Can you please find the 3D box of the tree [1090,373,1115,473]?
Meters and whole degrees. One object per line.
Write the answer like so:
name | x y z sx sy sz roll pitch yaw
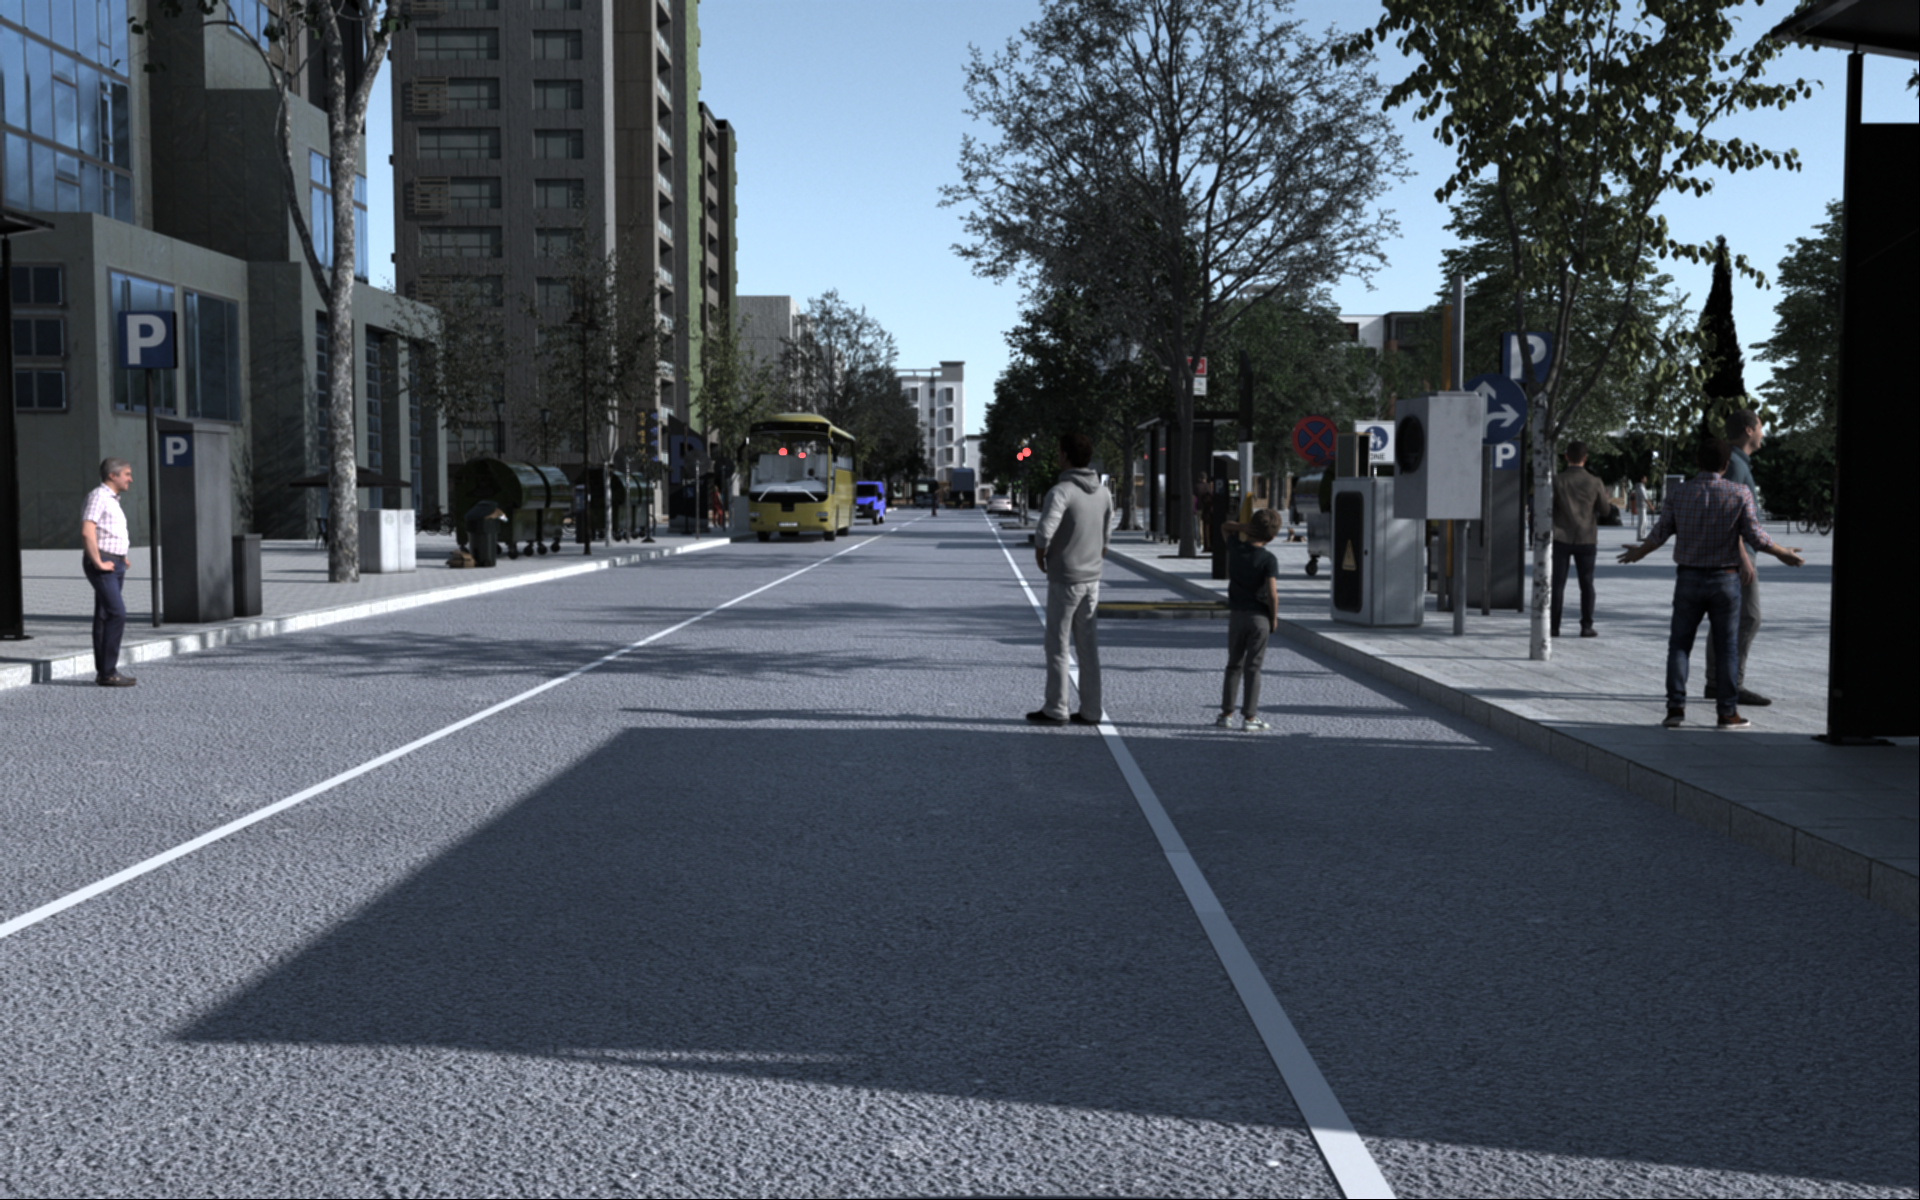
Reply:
tree | 12.505 -13.572 147.660 9.928 11.665 9.643 0 3 0

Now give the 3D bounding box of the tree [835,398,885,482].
tree | -7.569 -10.833 127.476 4.737 8.622 4.395 0 3 0

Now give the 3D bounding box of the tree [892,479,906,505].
tree | -7.473 -13.377 213.316 1.663 3.219 1.824 0 3 0

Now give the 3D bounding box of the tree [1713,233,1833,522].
tree | 44.910 -11.306 86.667 18.604 14.587 13.155 -2 4 -34

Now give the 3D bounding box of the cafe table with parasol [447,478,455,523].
cafe table with parasol | -20.626 -3.919 68.934 2.610 1.966 2.610 0 4 -5

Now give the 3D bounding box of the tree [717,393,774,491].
tree | -14.574 -10.316 119.027 4.360 8.622 3.978 0 3 0

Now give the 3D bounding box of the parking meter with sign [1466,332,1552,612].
parking meter with sign | 6.039 -1.423 19.531 0.543 3.016 1.738 0 4 -3

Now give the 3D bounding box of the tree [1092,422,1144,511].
tree | 12.629 -11.651 140.863 4.737 8.622 4.395 0 3 0

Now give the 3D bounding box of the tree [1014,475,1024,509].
tree | 5.666 -9.634 152.116 1.663 3.219 1.824 0 3 0

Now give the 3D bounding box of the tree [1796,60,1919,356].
tree | 23.616 -6.411 39.238 8.767 10.594 7.601 1 4 22

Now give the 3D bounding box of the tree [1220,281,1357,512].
tree | 18.221 -11.890 101.056 9.857 13.997 8.962 0 3 0

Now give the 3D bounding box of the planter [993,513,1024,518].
planter | 2.956 -5.030 103.384 1.991 0.319 1.994 0 4 0

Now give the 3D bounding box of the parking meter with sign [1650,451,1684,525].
parking meter with sign | 28.884 -4.516 70.090 0.543 3.016 1.738 -3 5 -44

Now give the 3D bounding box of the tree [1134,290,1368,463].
tree | 13.879 -9.850 86.800 9.928 11.665 9.643 0 3 0

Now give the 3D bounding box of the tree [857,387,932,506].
tree | -7.617 -16.188 181.678 9.611 12.733 9.660 0 3 0

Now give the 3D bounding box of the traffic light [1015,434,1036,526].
traffic light | 2.678 -4.997 70.628 0.839 4.253 0.868 0 4 0

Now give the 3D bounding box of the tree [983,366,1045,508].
tree | 6.596 -15.738 163.965 9.857 13.997 8.962 0 3 0

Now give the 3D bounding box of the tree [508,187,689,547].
tree | -8.508 -5.587 41.705 4.360 8.622 3.978 0 3 0

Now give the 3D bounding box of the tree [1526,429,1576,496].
tree | 45.663 -10.736 138.438 11.467 7.101 20.602 0 4 3

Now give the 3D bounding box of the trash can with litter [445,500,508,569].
trash can with litter | -8.430 -1.148 30.159 0.624 1.170 1.055 2 4 23

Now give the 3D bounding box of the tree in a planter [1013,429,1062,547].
tree in a planter | 2.541 -3.088 47.708 1.991 3.239 1.994 0 4 0

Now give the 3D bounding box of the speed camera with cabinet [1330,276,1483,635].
speed camera with cabinet | 4.198 -1.352 16.437 0.660 3.252 2.038 -1 4 -12

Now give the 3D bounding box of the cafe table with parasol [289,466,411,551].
cafe table with parasol | -13.914 -2.124 39.593 2.610 1.966 2.610 -1 4 -17

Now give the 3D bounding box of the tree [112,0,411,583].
tree | -8.158 -10.396 25.858 12.611 20.169 13.585 0 3 0

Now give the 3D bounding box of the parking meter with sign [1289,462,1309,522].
parking meter with sign | 15.710 -5.081 79.328 0.543 3.016 1.738 -2 4 -24

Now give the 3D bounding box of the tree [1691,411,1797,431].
tree | 54.495 -9.607 119.984 20.602 7.101 11.467 1 4 11

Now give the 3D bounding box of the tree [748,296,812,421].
tree | -7.550 -11.798 103.274 12.009 13.543 11.850 0 3 0

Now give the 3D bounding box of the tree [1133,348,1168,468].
tree | 14.727 -12.112 116.160 7.486 12.596 7.792 0 3 0

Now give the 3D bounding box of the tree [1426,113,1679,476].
tree | 17.730 -8.205 52.274 7.486 12.596 7.792 0 3 0

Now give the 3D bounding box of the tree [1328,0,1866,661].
tree | 4.507 -3.826 12.919 4.737 8.622 4.395 0 3 0

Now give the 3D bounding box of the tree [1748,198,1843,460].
tree | 32.700 -8.864 63.051 7.486 12.596 7.792 0 3 0

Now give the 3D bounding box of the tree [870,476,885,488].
tree | -7.969 -10.440 165.287 1.663 3.219 1.824 0 3 0

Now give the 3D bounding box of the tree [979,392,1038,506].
tree | 5.445 -16.696 191.103 7.486 12.596 7.792 0 3 0

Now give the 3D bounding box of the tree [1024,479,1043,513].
tree | 5.788 -7.698 120.460 1.663 3.219 1.824 0 3 0

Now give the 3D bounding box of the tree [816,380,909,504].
tree | -8.343 -12.472 138.327 7.601 10.594 8.767 0 4 2

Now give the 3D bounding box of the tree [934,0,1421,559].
tree | 4.458 -7.582 34.336 12.009 13.543 11.850 0 3 0

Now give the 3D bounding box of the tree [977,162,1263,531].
tree | 5.795 -8.760 60.232 9.611 12.733 9.660 0 3 0

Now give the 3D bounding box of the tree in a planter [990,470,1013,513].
tree in a planter | 3.178 -8.136 130.238 1.991 3.239 1.994 0 4 0

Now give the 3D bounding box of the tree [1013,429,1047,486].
tree | 6.364 -11.341 135.789 4.360 8.622 3.978 0 3 0

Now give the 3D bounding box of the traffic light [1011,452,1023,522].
traffic light | 2.739 -5.486 78.613 0.839 4.253 0.868 0 4 0

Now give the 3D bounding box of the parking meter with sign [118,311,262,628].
parking meter with sign | -7.653 -1.292 17.393 0.543 3.016 1.738 0 4 6

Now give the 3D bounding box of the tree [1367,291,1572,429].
tree | 25.907 -9.723 84.724 9.928 11.665 9.643 0 3 0

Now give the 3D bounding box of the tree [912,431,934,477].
tree | -6.912 -17.496 220.475 8.767 10.594 7.601 3 4 36

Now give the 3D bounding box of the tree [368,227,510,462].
tree | -13.673 -5.932 47.343 4.360 8.622 3.978 0 3 0

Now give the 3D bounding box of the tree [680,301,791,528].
tree | -8.698 -7.064 65.851 4.737 8.622 4.395 0 3 0
